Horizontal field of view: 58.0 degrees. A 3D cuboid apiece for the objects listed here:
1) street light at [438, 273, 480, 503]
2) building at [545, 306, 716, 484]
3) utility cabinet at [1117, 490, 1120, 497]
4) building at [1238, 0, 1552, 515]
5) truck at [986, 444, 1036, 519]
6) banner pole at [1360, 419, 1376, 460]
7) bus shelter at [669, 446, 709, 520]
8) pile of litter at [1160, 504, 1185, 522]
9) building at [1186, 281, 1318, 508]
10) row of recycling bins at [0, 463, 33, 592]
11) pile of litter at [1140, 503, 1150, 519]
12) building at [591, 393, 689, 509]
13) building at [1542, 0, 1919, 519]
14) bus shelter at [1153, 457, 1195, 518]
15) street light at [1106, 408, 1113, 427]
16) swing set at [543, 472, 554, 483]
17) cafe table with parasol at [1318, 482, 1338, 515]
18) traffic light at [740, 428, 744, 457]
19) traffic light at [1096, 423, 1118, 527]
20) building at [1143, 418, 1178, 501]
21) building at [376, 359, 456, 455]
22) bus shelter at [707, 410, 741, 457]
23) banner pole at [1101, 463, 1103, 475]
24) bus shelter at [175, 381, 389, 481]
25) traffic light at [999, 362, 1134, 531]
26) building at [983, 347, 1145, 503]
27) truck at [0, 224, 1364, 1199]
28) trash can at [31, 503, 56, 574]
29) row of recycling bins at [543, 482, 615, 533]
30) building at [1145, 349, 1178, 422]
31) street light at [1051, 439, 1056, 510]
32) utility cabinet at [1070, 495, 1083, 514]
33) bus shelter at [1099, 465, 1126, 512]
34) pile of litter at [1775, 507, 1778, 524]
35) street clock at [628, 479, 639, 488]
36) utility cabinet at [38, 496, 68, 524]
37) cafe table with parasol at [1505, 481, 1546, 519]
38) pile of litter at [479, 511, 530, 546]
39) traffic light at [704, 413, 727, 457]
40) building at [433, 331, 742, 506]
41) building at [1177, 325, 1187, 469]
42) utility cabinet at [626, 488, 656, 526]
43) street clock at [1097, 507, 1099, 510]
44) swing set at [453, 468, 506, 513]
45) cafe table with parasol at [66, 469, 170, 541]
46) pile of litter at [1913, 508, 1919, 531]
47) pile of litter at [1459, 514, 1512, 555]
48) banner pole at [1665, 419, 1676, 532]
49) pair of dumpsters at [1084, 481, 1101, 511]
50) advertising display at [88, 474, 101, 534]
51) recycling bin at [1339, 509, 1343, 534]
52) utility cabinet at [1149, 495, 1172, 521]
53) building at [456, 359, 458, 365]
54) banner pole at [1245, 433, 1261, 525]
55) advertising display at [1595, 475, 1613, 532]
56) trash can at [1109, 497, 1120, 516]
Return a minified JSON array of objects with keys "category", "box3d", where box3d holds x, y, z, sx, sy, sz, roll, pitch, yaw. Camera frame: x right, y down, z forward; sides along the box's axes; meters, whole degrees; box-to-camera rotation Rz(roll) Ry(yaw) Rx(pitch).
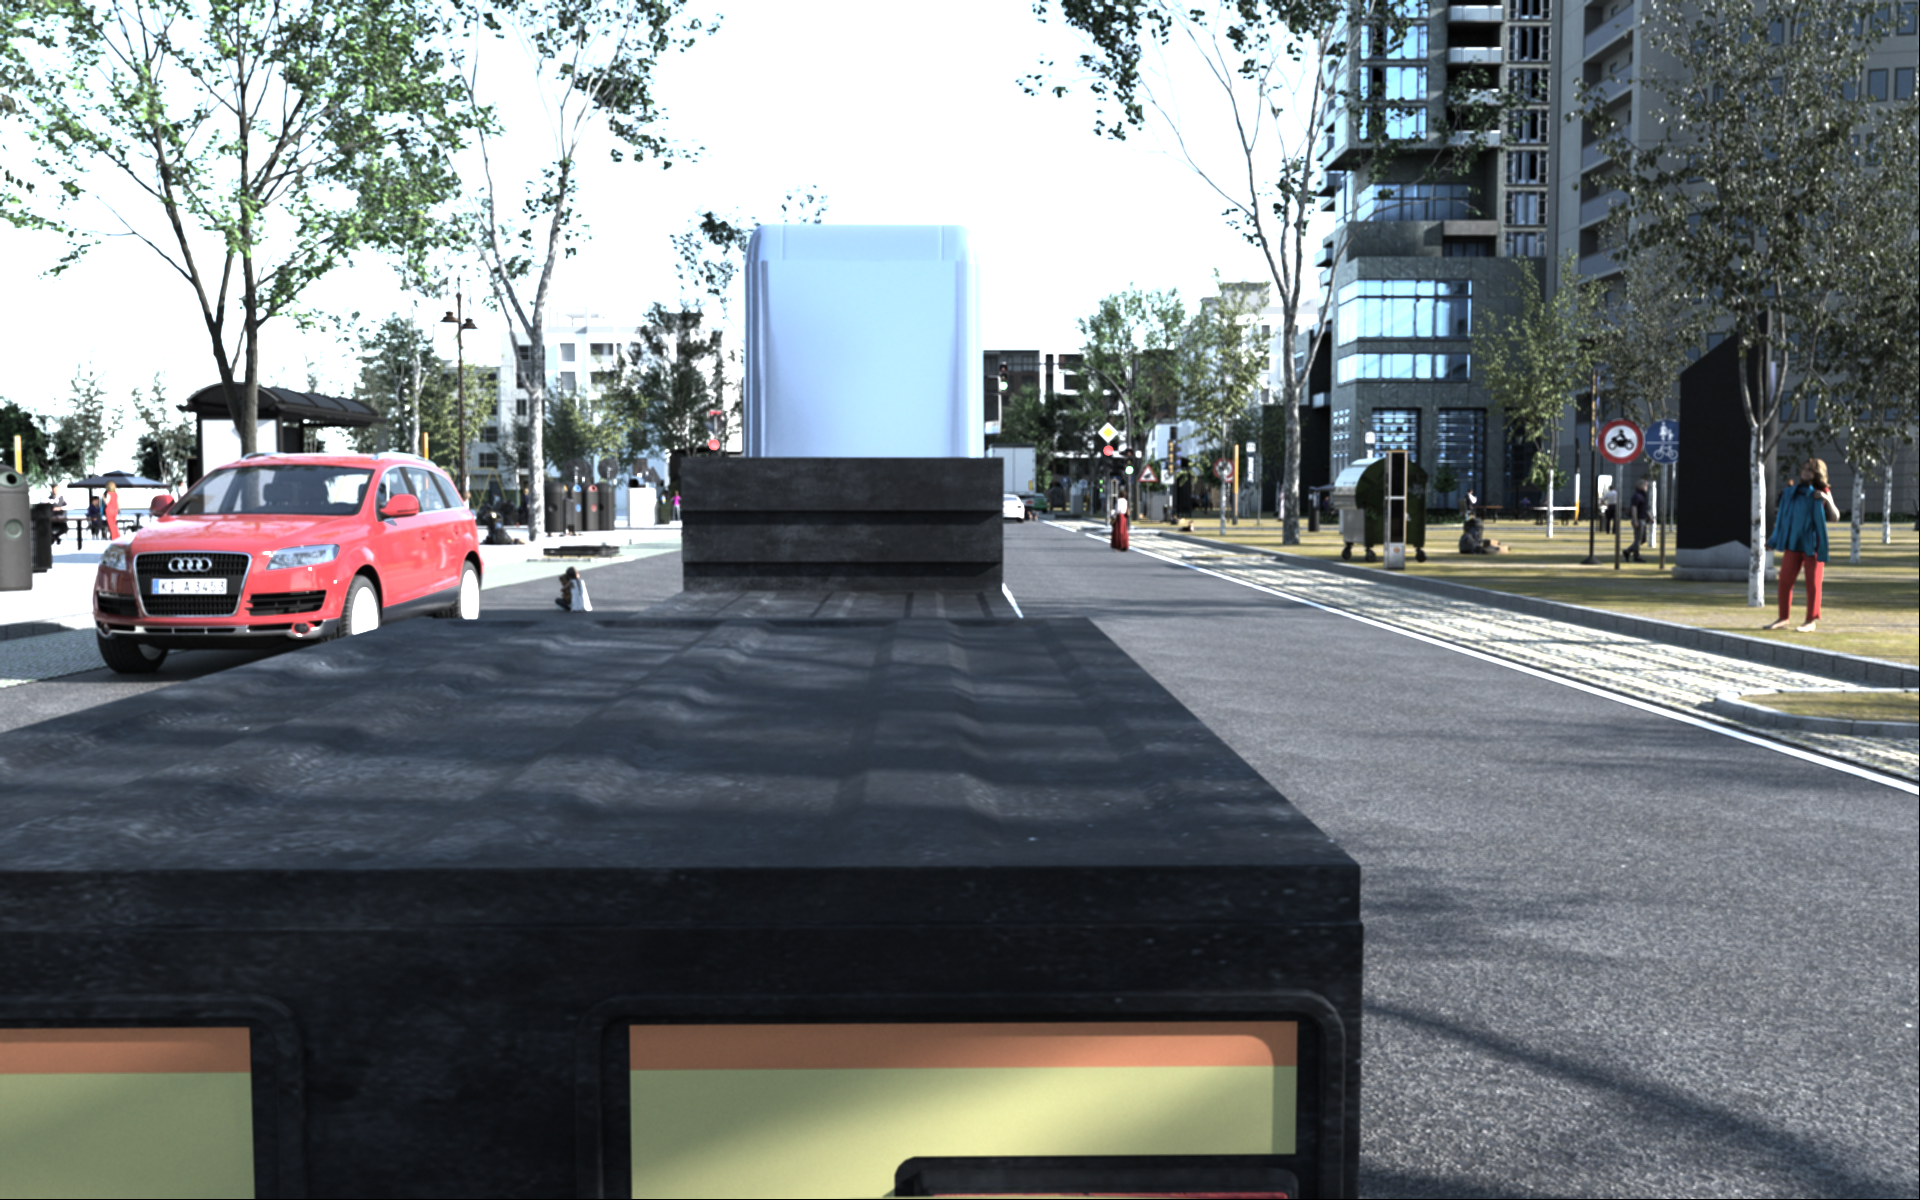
[{"category":"street light","box3d":[-10.476,-3.889,36.373,0.468,5.910,1.993,0,4,0]},{"category":"building","box3d":[-33.218,-19.658,177.824,16.016,20.091,11.380,0,4,0]},{"category":"utility cabinet","box3d":[9.529,-5.860,104.487,0.318,1.500,1.173,2,4,28]},{"category":"building","box3d":[33.010,-49.243,117.787,22.319,86.520,31.000,0,4,0]},{"category":"truck","box3d":[2.830,-6.908,101.862,2.839,4.237,11.283,0,4,-2]},{"category":"banner pole","box3d":[13.679,-4.178,58.331,0.863,3.779,0.401,-2,4,-29]},{"category":"bus shelter","box3d":[-13.396,-5.907,87.855,1.731,3.624,6.357,0,4,0]},{"category":"pile of litter","box3d":[9.710,-3.983,79.093,1.176,0.858,1.719,1,4,9]},{"category":"building","box3d":[29.919,-18.547,159.658,16.016,20.091,11.380,0,4,0]},{"category":"row of recycling bins","box3d":[-13.847,-0.916,22.083,3.534,1.692,1.069,-3,5,-40]},{"category":"pile of litter","box3d":[9.403,-4.572,88.724,1.719,0.858,1.176,-3,5,-43]},{"category":"building","box3d":[-29.132,-13.231,158.466,9.099,9.664,28.070,0,4,0]},{"category":"building","box3d":[48.012,-33.562,90.736,28.212,58.520,21.231,0,4,0]},{"category":"bus shelter","box3d":[11.685,-6.229,95.763,2.014,3.302,5.546,0,4,0]},{"category":"street light","box3d":[7.778,-7.240,91.168,0.468,5.910,1.993,0,4,0]},{"category":"swing set","box3d":[-29.709,-7.764,124.554,2.862,2.851,3.119,-1,4,-8]},{"category":"cafe table with parasol","box3d":[19.363,-5.112,88.445,2.610,1.966,2.610,1,4,10]},{"category":"traffic light","box3d":[-6.387,-5.710,68.033,4.771,5.953,1.251,0,4,0]},{"category":"traffic light","box3d":[5.783,-4.839,68.045,0.839,4.253,0.868,0,4,0]},{"category":"building","box3d":[26.176,-15.256,191.585,9.099,9.664,28.070,0,4,0]},{"category":"building","box3d":[-76.122,-23.979,248.470,11.380,20.091,16.016,0,4,0]},{"category":"bus shelter","box3d":[-10.975,-6.594,85.443,2.179,5.291,8.768,0,3,0]},{"category":"banner pole","box3d":[11.229,-8.981,136.863,0.401,3.779,0.863,-1,4,-12]},{"category":"bus shelter","box3d":[-13.003,-2.433,33.708,2.014,3.302,5.546,0,4,0]},{"category":"traffic light","box3d":[3.712,-5.214,59.914,4.771,5.953,1.251,0,4,0]},{"category":"building","box3d":[9.007,-25.139,255.002,32.646,21.610,27.936,0,4,0]},{"category":"truck","box3d":[-0.857,-1.331,11.519,2.967,4.110,18.799,0,4,-1]},{"category":"trash can","box3d":[-15.069,-1.005,28.085,0.748,1.137,0.748,0,3,0]},{"category":"row of recycling bins","box3d":[-12.955,-3.152,58.647,1.069,1.692,3.534,2,4,23]},{"category":"building","box3d":[41.654,-25.115,254.600,32.646,21.610,27.936,0,4,0]},{"category":"street light","box3d":[7.646,-10.390,142.659,0.468,5.910,1.993,0,4,0]},{"category":"utility cabinet","box3d":[7.642,-6.270,113.679,0.306,1.237,1.020,3,5,42]},{"category":"bus shelter","box3d":[10.866,-7.804,121.518,2.014,3.302,5.546,0,3,0]},{"category":"pile of litter","box3d":[27.257,-2.712,58.304,1.176,0.858,1.719,0,4,3]},{"category":"street clock","box3d":[-15.277,-4.680,81.096,0.358,2.002,0.471,2,4,31]},{"category":"utility cabinet","box3d":[-37.545,-3.704,71.717,0.306,1.237,1.020,3,4,38]},{"category":"cafe table with parasol","box3d":[30.039,-5.301,91.534,2.610,1.966,2.610,0,4,4]},{"category":"pile of litter","box3d":[-11.565,-1.823,43.770,1.176,0.858,1.719,-2,4,-35]},{"category":"traffic light","box3d":[-8.458,-4.348,60.008,0.839,4.253,0.868,0,4,0]},{"category":"building","box3d":[-41.486,-20.192,196.598,31.486,18.905,16.747,0,4,0]},{"category":"building","box3d":[29.715,-19.241,171.016,16.016,20.091,11.380,0,4,0]},{"category":"utility cabinet","box3d":[-12.548,-3.641,68.213,0.318,1.500,1.173,3,5,44]},{"category":"street clock","box3d":[11.144,-8.275,139.868,0.358,2.002,0.471,1,4,14]},{"category":"swing set","box3d":[-28.894,-6.456,103.172,3.119,2.851,2.862,2,4,31]},{"category":"cafe table with parasol","box3d":[-23.233,-2.631,47.883,2.610,1.966,2.610,-2,4,-29]},{"category":"pile of litter","box3d":[33.799,-2.834,60.296,1.176,0.858,1.719,3,5,41]},{"category":"pile of litter","box3d":[11.359,-1.438,37.470,1.176,0.858,1.719,3,4,38]},{"category":"banner pole","box3d":[24.001,-4.174,58.265,0.401,3.779,0.863,2,4,30]},{"category":"pair of dumpsters","box3d":[10.347,-7.881,131.351,1.574,2.255,4.437,0,4,0]},{"category":"advertising display","box3d":[-27.905,-3.097,55.843,0.123,1.923,0.974,-1,4,-13]},{"category":"recycling bin","box3d":[12.548,-2.596,54.999,0.722,1.027,0.722,-2,4,-33]},{"category":"utility cabinet","box3d":[9.616,-4.396,83.039,1.020,1.237,0.306,1,4,18]},{"category":"building","box3d":[-63.949,-24.004,248.887,11.380,20.091,16.016,0,4,0]},{"category":"banner pole","box3d":[12.000,-4.934,70.690,0.863,3.779,0.401,-1,4,-21]},{"category":"advertising display","box3d":[21.717,-3.256,58.451,0.974,1.923,0.123,-3,5,-42]},{"category":"trash can","box3d":[8.523,-5.147,95.808,0.748,1.137,0.748,0,3,0]}]
